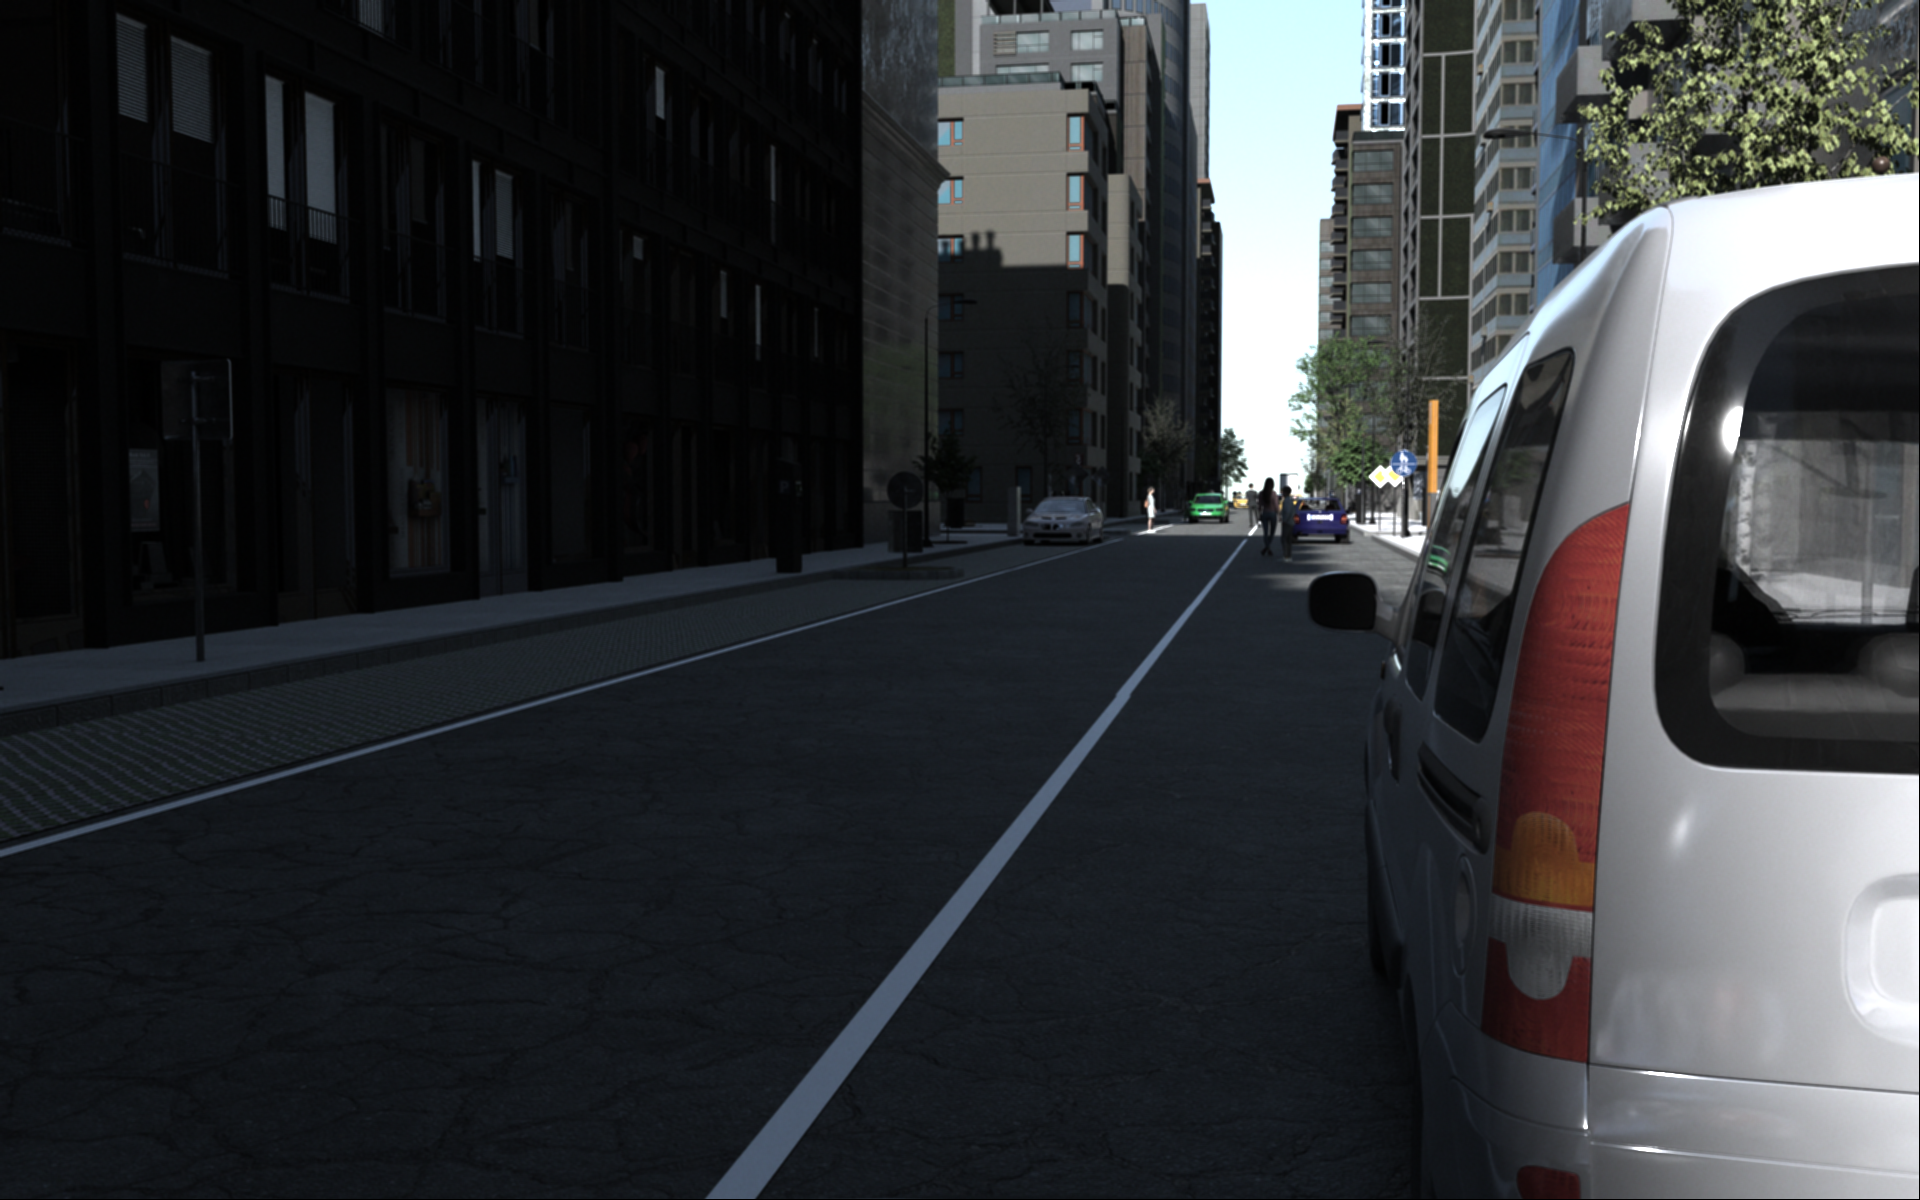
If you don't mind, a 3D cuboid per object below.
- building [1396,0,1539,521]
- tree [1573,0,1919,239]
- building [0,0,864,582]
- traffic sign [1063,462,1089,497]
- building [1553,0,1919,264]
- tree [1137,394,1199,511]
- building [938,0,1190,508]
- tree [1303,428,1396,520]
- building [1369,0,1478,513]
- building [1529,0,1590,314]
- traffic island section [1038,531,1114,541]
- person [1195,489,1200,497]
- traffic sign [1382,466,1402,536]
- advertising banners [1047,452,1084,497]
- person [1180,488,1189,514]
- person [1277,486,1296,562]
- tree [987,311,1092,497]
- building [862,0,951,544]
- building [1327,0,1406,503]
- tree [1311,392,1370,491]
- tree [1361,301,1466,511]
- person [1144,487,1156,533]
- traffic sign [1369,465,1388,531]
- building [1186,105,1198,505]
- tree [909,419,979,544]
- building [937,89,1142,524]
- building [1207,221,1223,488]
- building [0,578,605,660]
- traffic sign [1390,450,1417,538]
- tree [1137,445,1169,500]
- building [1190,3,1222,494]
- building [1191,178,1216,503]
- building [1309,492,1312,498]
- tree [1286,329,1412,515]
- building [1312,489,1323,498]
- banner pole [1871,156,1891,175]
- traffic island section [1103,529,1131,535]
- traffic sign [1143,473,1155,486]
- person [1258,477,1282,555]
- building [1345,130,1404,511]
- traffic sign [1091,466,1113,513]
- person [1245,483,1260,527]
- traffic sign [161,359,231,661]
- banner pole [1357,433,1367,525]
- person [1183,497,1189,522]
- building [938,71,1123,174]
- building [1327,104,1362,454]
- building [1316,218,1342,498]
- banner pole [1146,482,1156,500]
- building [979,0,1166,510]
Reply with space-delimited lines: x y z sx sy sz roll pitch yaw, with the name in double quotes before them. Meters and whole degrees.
"building" 39.135 -24.136 86.512 32.217 40.220 23.993 1 4 10
"tree" 8.165 -4.125 17.805 4.737 8.622 4.395 0 3 0
"building" -9.802 -12.509 34.208 12.332 23.373 15.834 1 4 10
"traffic sign" 3.625 -3.092 54.197 0.795 2.450 0.064 1 4 10
"building" 24.386 -25.268 32.742 23.786 49.044 30.456 1 4 10
"tree" 15.700 -11.120 132.177 4.360 8.622 3.978 0 3 0
"building" 10.490 -38.109 165.089 21.231 58.520 28.212 1 4 10
"tree" 19.848 -6.249 85.882 4.285 4.588 4.351 0 3 0
"building" 39.684 -41.663 119.441 20.563 71.187 20.611 1 4 10
"building" 29.824 -25.355 64.666 14.200 45.320 14.600 1 4 10
"traffic island section" 3.600 -1.956 54.263 2.009 0.180 2.903 1 4 10
"person" 14.836 -6.023 107.538 0.480 1.755 0.524 1 4 18
"traffic sign" 13.153 -2.983 52.412 0.795 2.450 0.064 1 4 10
"advertising banners" 4.432 -4.708 73.163 2.074 3.025 0.090 3 5 43
"person" 15.345 -6.732 118.532 0.822 1.834 0.622 0 4 0
"person" 6.928 -1.614 36.692 0.330 1.601 0.589 2 4 34
"tree" 3.407 -7.237 68.690 4.360 8.622 3.978 0 3 0
"building" -13.552 -15.442 49.745 25.104 27.353 12.463 1 4 10
"building" 46.171 -51.799 159.589 22.319 86.520 31.000 1 4 10
"tree" 27.208 -10.635 124.238 4.737 8.622 4.395 0 3 0
"tree" 17.373 -7.139 67.078 4.360 8.622 3.978 0 3 0
"person" 7.092 -3.350 64.282 0.522 1.701 0.512 -1 4 -10
"traffic sign" 14.612 -3.463 60.263 0.795 2.450 0.064 1 4 10
"building" 19.999 -33.645 200.202 14.600 45.320 14.200 1 4 10
"tree" -0.213 -3.083 45.005 1.663 3.219 1.824 0 3 0
"building" -5.483 -15.034 90.852 27.650 21.520 28.899 1 4 10
"building" 34.670 -38.339 276.955 14.600 45.320 14.200 1 4 10
"building" -12.438 -11.524 18.095 12.332 23.373 15.834 1 4 10
"traffic sign" 12.858 -3.066 50.228 0.768 2.556 0.104 1 4 17
"tree" 12.232 -8.087 115.928 4.285 4.588 4.351 0 3 0
"building" 28.967 -50.233 259.553 20.563 71.187 20.611 1 4 10
"building" 23.226 -35.550 235.874 22.147 44.769 28.867 1 4 10
"building" 72.250 -35.692 275.437 32.217 40.220 23.993 1 4 10
"tree" 24.094 -11.153 108.111 9.928 11.665 9.643 0 3 0
"building" 65.338 -33.299 236.322 32.217 40.220 23.993 1 4 10
"banner pole" 6.831 -1.417 13.178 0.401 3.779 0.863 0 4 1
"traffic island section" 5.060 -2.436 62.115 2.009 0.180 2.903 1 4 10
"traffic sign" 11.580 -6.492 106.257 0.768 2.556 0.104 1 4 19
"person" 7.242 -1.955 40.473 0.555 1.821 0.388 1 4 16
"building" 38.417 -22.513 139.782 14.160 30.474 14.107 1 4 10
"traffic sign" 5.084 -3.572 62.048 0.795 2.450 0.064 1 4 10
"person" 12.723 -4.122 75.254 0.648 1.900 0.474 1 4 12
"traffic sign" -5.823 -0.678 13.217 0.606 2.300 0.079 1 4 15
"banner pole" 16.704 -5.007 71.879 0.401 3.779 0.863 1 4 9
"person" 11.862 -4.743 90.297 0.590 1.304 0.306 -1 4 -14
"building" 3.817 -21.469 122.723 14.160 30.474 14.107 1 4 10
"building" 52.142 -32.803 190.953 22.147 44.769 28.867 1 4 10
"building" 60.153 -35.065 256.901 14.154 41.232 14.086 1 4 10
"banner pole" 13.555 -8.156 123.365 0.863 3.779 0.401 0 3 0
"building" 9.502 -28.180 144.329 14.154 41.232 14.086 1 4 10
